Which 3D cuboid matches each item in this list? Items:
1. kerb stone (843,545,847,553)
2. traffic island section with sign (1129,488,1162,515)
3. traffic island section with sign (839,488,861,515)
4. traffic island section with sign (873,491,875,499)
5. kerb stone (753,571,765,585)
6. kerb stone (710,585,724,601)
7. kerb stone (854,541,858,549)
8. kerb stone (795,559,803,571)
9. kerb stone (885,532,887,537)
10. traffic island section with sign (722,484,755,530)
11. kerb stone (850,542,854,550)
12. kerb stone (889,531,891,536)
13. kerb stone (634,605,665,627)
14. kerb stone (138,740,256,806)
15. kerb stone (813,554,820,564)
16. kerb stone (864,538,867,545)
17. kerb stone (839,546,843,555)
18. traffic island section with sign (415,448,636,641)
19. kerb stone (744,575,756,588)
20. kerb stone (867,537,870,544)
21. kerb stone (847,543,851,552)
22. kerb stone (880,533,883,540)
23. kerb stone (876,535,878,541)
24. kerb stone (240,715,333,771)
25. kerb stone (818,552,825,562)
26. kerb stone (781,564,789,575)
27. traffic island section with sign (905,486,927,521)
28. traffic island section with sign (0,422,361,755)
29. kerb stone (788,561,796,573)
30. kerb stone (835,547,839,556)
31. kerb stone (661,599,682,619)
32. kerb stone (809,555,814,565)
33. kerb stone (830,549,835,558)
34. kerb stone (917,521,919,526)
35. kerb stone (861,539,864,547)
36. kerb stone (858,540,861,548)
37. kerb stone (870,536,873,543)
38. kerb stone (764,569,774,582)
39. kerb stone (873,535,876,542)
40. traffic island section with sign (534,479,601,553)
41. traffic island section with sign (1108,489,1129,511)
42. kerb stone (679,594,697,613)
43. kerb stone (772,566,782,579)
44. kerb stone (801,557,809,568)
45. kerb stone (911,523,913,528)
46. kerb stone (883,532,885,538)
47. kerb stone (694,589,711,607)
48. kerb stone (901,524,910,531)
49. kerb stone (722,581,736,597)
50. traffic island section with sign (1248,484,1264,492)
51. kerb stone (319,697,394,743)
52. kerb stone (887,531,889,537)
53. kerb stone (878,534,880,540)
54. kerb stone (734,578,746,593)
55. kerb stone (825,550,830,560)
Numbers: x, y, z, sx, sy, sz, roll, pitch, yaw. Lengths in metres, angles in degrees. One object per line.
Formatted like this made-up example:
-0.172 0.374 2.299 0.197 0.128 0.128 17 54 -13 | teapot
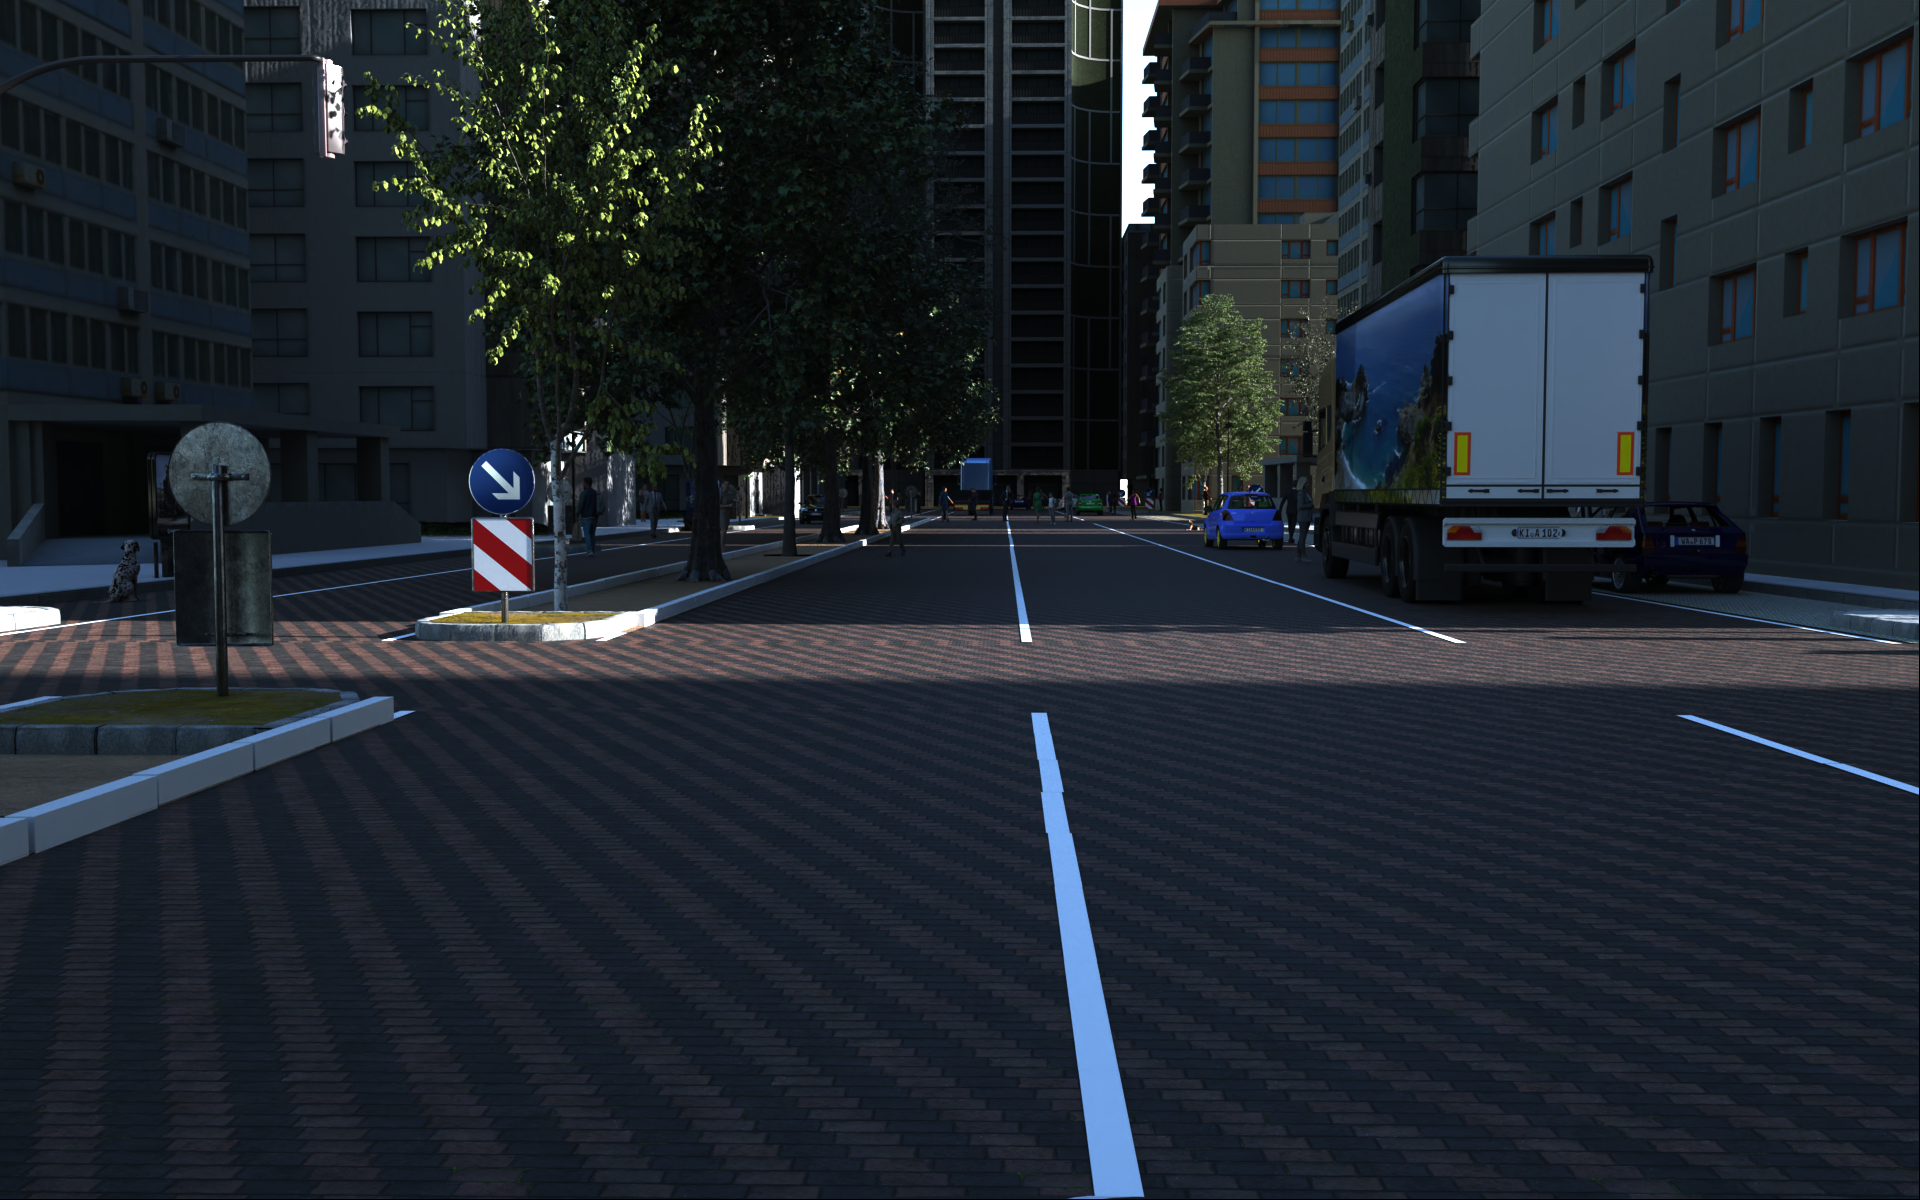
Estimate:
-2.884 -1.192 41.690 0.120 0.150 1.000 0 4 1 | kerb stone
12.894 -6.781 119.493 1.989 1.847 2.006 0 4 1 | traffic island section with sign
-8.109 -6.848 120.587 1.989 1.847 2.006 0 4 1 | traffic island section with sign
-7.443 -8.496 147.534 1.989 1.847 2.006 0 4 1 | traffic island section with sign
-3.245 -0.315 27.342 0.120 0.150 1.000 0 4 1 | kerb stone
-3.349 -0.064 23.250 0.120 0.150 1.000 0 4 1 | kerb stone
-2.814 -1.379 44.759 0.120 0.150 1.000 0 4 1 | kerb stone
-3.113 -0.626 32.466 0.120 0.150 1.000 0 4 1 | kerb stone
-2.535 -2.067 56.023 0.120 0.150 1.000 0 4 1 | kerb stone
-9.366 -3.757 70.062 1.989 1.847 2.006 0 4 1 | traffic island section with sign
-2.832 -1.317 43.734 0.120 0.150 1.000 0 4 1 | kerb stone
-2.479 -2.195 58.080 0.120 0.150 1.000 0 4 1 | kerb stone
-3.445 0.186 19.156 0.120 0.150 1.000 0 4 1 | kerb stone
-3.716 0.842 8.429 0.120 0.150 1.000 0 4 1 | kerb stone
-3.038 -0.816 35.532 0.120 0.150 1.000 0 4 1 | kerb stone
-2.734 -1.568 47.824 0.120 0.150 1.000 0 4 1 | kerb stone
-2.904 -1.127 40.668 0.120 0.150 1.000 0 4 1 | kerb stone
-4.514 -0.591 17.799 2.006 1.907 1.989 0 4 1 | traffic island section with sign
-3.276 -0.247 26.320 0.120 0.150 1.000 0 4 1 | kerb stone
-2.701 -1.626 48.846 0.120 0.150 1.000 0 4 1 | kerb stone
-2.853 -1.253 42.712 0.120 0.150 1.000 0 4 1 | kerb stone
-2.580 -1.939 53.977 0.120 0.150 1.000 0 4 1 | kerb stone
-2.622 -1.818 51.926 0.120 0.150 1.000 0 4 1 | kerb stone
-3.690 0.780 9.451 0.120 0.150 1.000 0 4 1 | kerb stone
-3.010 -0.879 36.562 0.120 0.150 1.000 0 4 1 | kerb stone
-3.167 -0.503 30.422 0.120 0.150 1.000 0 4 1 | kerb stone
-2.656 -5.185 92.915 2.006 1.907 1.989 0 4 1 | traffic island section with sign
-4.708 -0.138 10.394 2.006 1.907 1.989 0 4 1 | traffic island section with sign
-3.140 -0.566 31.444 0.120 0.150 1.000 0 4 1 | kerb stone
-2.926 -1.067 39.639 0.120 0.150 1.000 0 4 1 | kerb stone
-3.416 0.126 20.178 0.120 0.150 1.000 0 4 1 | kerb stone
-3.071 -0.750 34.510 0.120 0.150 1.000 0 4 1 | kerb stone
-2.958 -1.001 38.613 0.120 0.150 1.000 0 4 1 | kerb stone
-2.023 -3.321 76.518 0.120 0.150 1.000 0 4 1 | kerb stone
-2.759 -1.500 46.803 0.120 0.150 1.000 0 4 1 | kerb stone
-2.782 -1.443 45.780 0.120 0.150 1.000 0 4 1 | kerb stone
-2.686 -1.693 49.874 0.120 0.150 1.000 0 4 1 | kerb stone
-3.213 -0.378 28.368 0.120 0.150 1.000 0 4 1 | kerb stone
-2.653 -1.755 50.897 0.120 0.150 1.000 0 4 1 | kerb stone
-10.043 -2.109 43.116 1.989 1.847 2.006 0 4 1 | traffic island section with sign
13.576 -8.470 147.109 1.989 1.847 2.006 0 4 1 | traffic island section with sign
-3.398 0.063 21.203 0.120 0.150 1.000 0 4 1 | kerb stone
-3.191 -0.441 29.399 0.120 0.150 1.000 0 4 1 | kerb stone
-3.086 -0.691 33.488 0.120 0.150 1.000 0 4 1 | kerb stone
-2.148 -3.004 71.393 0.120 0.150 1.000 0 4 1 | kerb stone
-2.543 -2.006 54.998 0.120 0.150 1.000 0 4 1 | kerb stone
-3.369 -0.002 22.227 0.120 0.150 1.000 0 4 1 | kerb stone
-2.198 -2.883 69.338 0.120 0.150 1.000 0 4 1 | kerb stone
-3.319 -0.127 24.272 0.120 0.150 1.000 0 4 1 | kerb stone
11.648 -3.722 69.476 1.989 1.847 2.006 0 4 1 | traffic island section with sign
-3.659 0.717 10.472 0.120 0.150 1.000 0 4 1 | kerb stone
-2.504 -2.131 57.045 0.120 0.150 1.000 0 4 1 | kerb stone
-2.608 -1.881 52.948 0.120 0.150 1.000 0 4 1 | kerb stone
-3.296 -0.189 25.294 0.120 0.150 1.000 0 4 1 | kerb stone
-2.989 -0.942 37.591 0.120 0.150 1.000 0 4 1 | kerb stone
